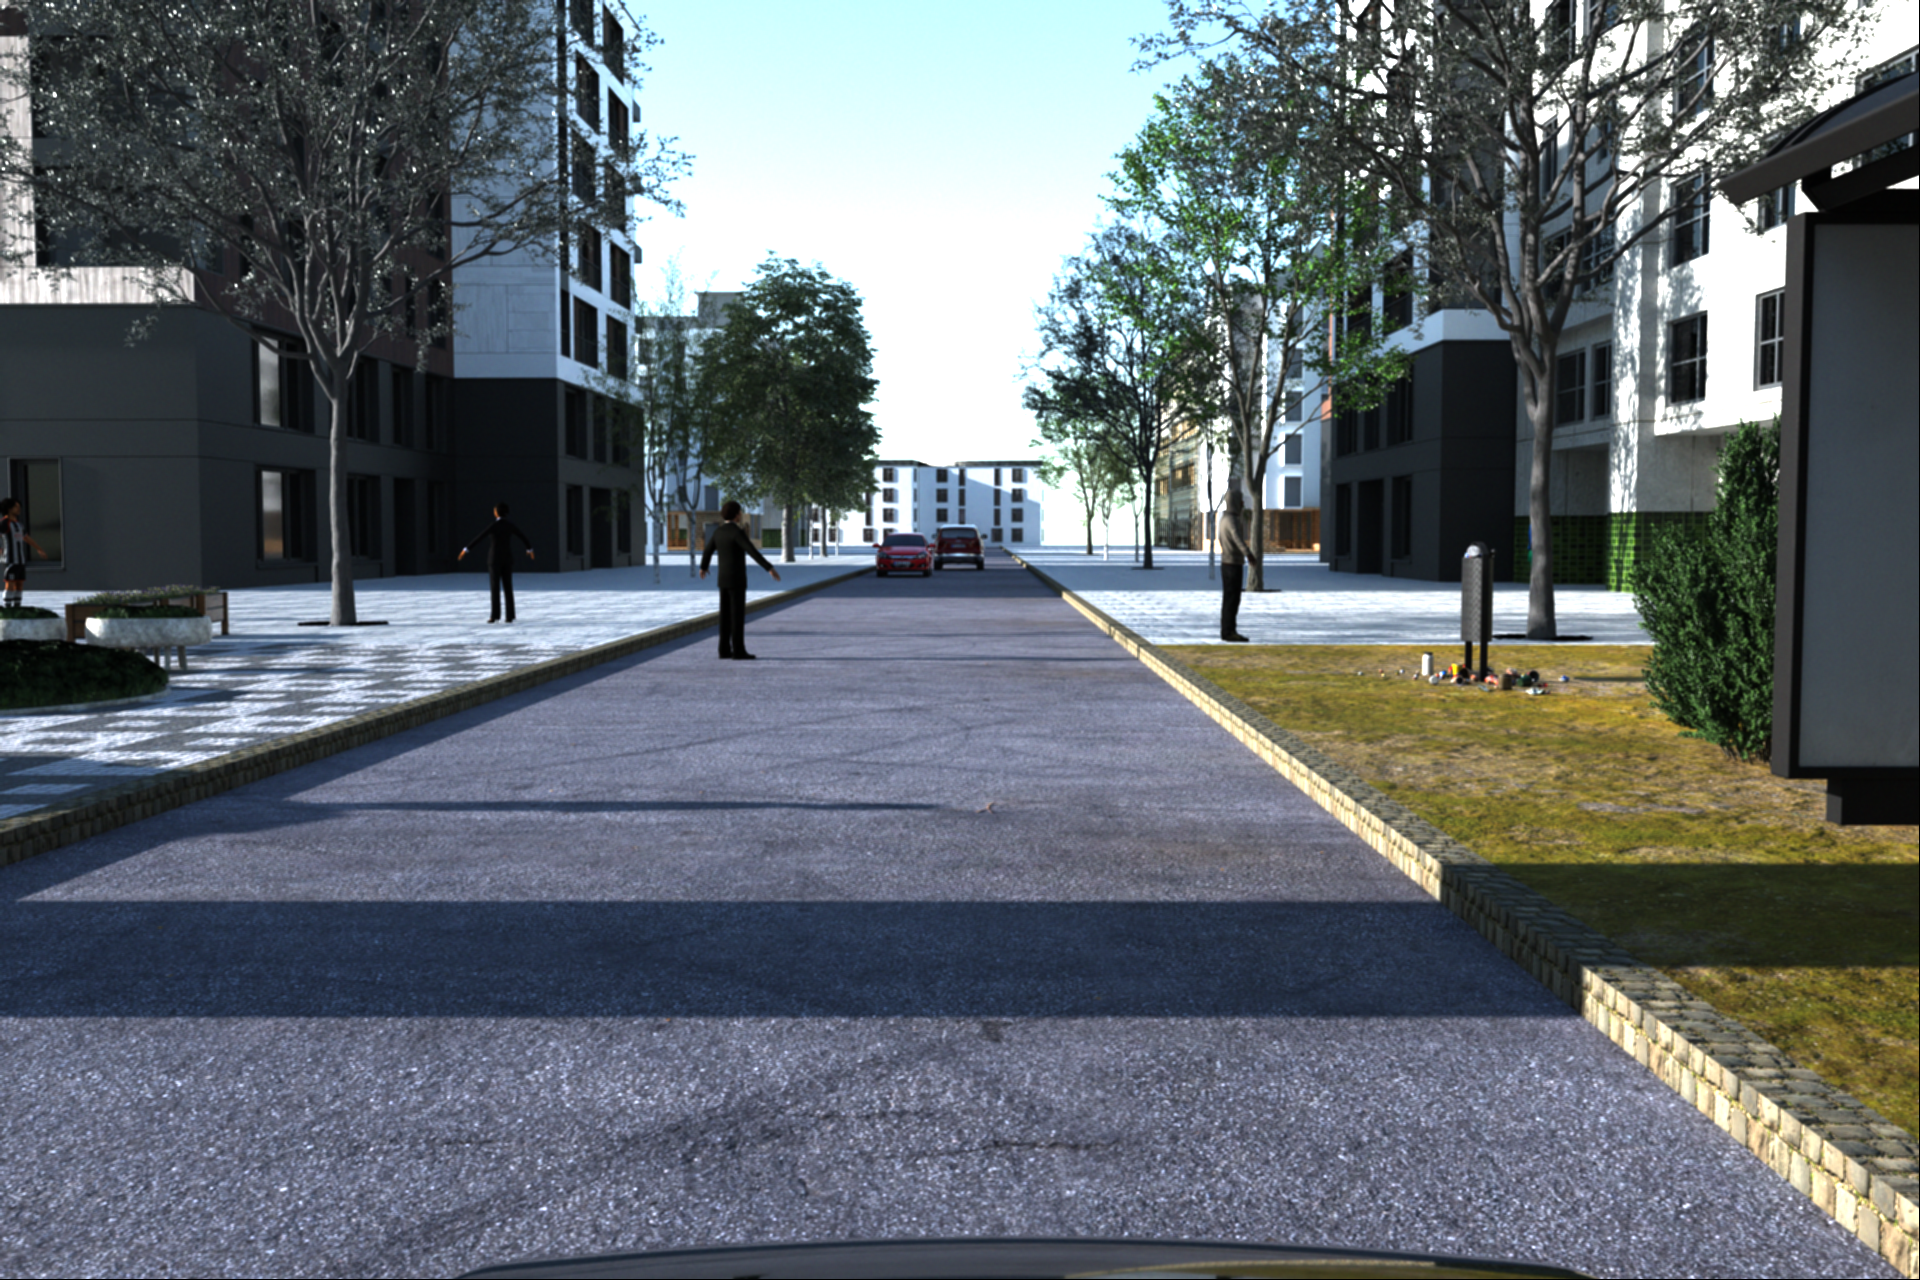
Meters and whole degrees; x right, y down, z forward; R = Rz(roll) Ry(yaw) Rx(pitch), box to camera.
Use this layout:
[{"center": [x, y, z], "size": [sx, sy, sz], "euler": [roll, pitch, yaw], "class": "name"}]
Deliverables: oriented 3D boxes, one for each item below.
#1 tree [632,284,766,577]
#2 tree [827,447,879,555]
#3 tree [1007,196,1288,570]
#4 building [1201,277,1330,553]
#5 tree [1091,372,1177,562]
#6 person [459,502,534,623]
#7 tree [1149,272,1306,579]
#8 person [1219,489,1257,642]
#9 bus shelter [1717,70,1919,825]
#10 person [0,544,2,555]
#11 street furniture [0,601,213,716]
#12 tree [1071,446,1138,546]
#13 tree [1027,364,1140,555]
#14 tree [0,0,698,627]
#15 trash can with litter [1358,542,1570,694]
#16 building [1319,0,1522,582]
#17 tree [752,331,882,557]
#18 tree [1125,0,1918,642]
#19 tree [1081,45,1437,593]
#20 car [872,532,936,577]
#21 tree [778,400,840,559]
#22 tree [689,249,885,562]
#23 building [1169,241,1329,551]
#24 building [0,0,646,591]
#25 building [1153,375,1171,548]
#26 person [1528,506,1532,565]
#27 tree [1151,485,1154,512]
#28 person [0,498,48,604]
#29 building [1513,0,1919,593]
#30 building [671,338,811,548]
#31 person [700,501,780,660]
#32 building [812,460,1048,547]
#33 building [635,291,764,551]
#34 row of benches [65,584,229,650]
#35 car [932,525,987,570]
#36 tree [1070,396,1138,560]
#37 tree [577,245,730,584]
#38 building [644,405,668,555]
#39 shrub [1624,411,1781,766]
[{"center": [-8.048, -6.177, 51.359], "size": [4.360, 8.622, 3.978], "euler": [0, 3, 0], "class": "tree"}, {"center": [-7.627, -9.442, 104.732], "size": [4.360, 8.622, 3.978], "euler": [0, 3, 0], "class": "tree"}, {"center": [6.831, -9.337, 63.024], "size": [12.009, 13.543, 11.850], "euler": [0, 3, 0], "class": "tree"}, {"center": [23.073, -16.596, 127.764], "size": [16.016, 20.090, 11.380], "euler": [0, 4, 0], "class": "building"}, {"center": [8.105, -7.820, 78.227], "size": [4.360, 8.622, 3.978], "euler": [0, 3, 0], "class": "tree"}, {"center": [-6.680, -1.121, 25.054], "size": [0.721, 1.740, 1.216], "euler": [3, 5, 44], "class": "person"}, {"center": [6.961, -6.032, 48.979], "size": [4.360, 8.622, 3.978], "euler": [0, 3, 0], "class": "tree"}, {"center": [3.286, -0.892, 20.717], "size": [0.705, 1.813, 1.348], "euler": [0, 4, -4], "class": "person"}, {"center": [4.419, -0.683, 5.092], "size": [2.014, 3.302, 5.546], "euler": [0, 4, 0], "class": "bus shelter"}, {"center": [-16.704, -1.439, 29.797], "size": [0.705, 1.796, 1.348], "euler": [-3, 5, -43], "class": "person"}, {"center": [-11.306, 0.102, 13.966], "size": [10.072, 0.657, 5.734], "euler": [0, 4, -3], "class": "street furniture"}, {"center": [15.965, -16.173, 190.178], "size": [9.928, 11.665, 9.643], "euler": [0, 3, 0], "class": "tree"}, {"center": [7.933, -10.987, 105.399], "size": [9.928, 11.665, 9.643], "euler": [0, 3, 0], "class": "tree"}, {"center": [-8.774, -6.958, 24.136], "size": [12.009, 13.543, 11.850], "euler": [0, 3, 0], "class": "tree"}, {"center": [4.434, -0.233, 14.868], "size": [1.678, 1.210, 2.233], "euler": [0, 4, 2], "class": "trash can with litter"}, {"center": [26.757, -13.318, 61.722], "size": [27.936, 21.610, 32.646], "euler": [0, 4, 0], "class": "building"}, {"center": [-8.103, -10.960, 97.321], "size": [7.486, 12.596, 7.792], "euler": [0, 3, 0], "class": "tree"}, {"center": [7.030, -6.757, 20.855], "size": [12.009, 13.543, 11.850], "euler": [0, 3, 0], "class": "tree"}, {"center": [6.529, -6.866, 38.010], "size": [9.928, 11.665, 9.643], "euler": [0, 3, 0], "class": "tree"}, {"center": [-1.877, -3.056, 58.999], "size": [2.155, 1.783, 4.494], "euler": [0, 4, 1], "class": "car"}, {"center": [-7.646, -8.490, 89.172], "size": [4.737, 8.622, 4.395], "euler": [0, 3, 0], "class": "tree"}, {"center": [-7.847, -10.561, 79.324], "size": [9.857, 13.997, 8.962], "euler": [0, 3, 0], "class": "tree"}, {"center": [27.190, -18.865, 139.368], "size": [19.493, 23.208, 18.063], "euler": [0, 4, 1], "class": "building"}, {"center": [-27.196, -12.890, 54.720], "size": [27.936, 21.610, 32.646], "euler": [0, 4, 1], "class": "building"}, {"center": [29.070, -20.646, 168.483], "size": [19.493, 23.208, 18.063], "euler": [0, 4, 1], "class": "building"}, {"center": [9.106, -1.287, 27.176], "size": [0.704, 1.817, 1.347], "euler": [1, 4, 20], "class": "person"}, {"center": [24.158, -15.044, 196.331], "size": [4.360, 8.622, 3.978], "euler": [0, 3, 0], "class": "tree"}, {"center": [-14.232, -1.220, 26.091], "size": [0.704, 1.843, 1.345], "euler": [0, 4, 3], "class": "person"}, {"center": [22.903, -9.978, 29.598], "size": [16.747, 18.905, 31.486], "euler": [0, 4, 1], "class": "building"}, {"center": [-24.376, -18.678, 171.840], "size": [16.747, 18.905, 31.486], "euler": [0, 3, 0], "class": "building"}, {"center": [-2.586, -0.686, 19.857], "size": [1.347, 1.806, 0.705], "euler": [3, 5, 42], "class": "person"}, {"center": [-4.566, -15.381, 196.083], "size": [28.070, 9.664, 9.099], "euler": [1, 4, 9], "class": "building"}, {"center": [-22.104, -17.122, 136.371], "size": [16.016, 20.090, 11.380], "euler": [0, 4, 1], "class": "building"}, {"center": [-9.357, -0.281, 20.064], "size": [1.422, 0.672, 4.104], "euler": [-1, 4, -8], "class": "row of benches"}, {"center": [-0.028, -3.778, 70.451], "size": [2.281, 1.827, 5.304], "euler": [0, 4, 1], "class": "car"}, {"center": [7.233, -8.279, 85.717], "size": [4.360, 8.622, 3.978], "euler": [0, 3, 0], "class": "tree"}, {"center": [-7.795, -5.739, 44.190], "size": [4.360, 8.622, 3.978], "euler": [0, 3, 0], "class": "tree"}, {"center": [-24.685, -10.865, 119.794], "size": [9.099, 9.664, 28.070], "euler": [0, 3, 0], "class": "building"}, {"center": [4.626, -0.328, 9.790], "size": [1.690, 2.028, 1.600], "euler": [0, 3, 0], "class": "shrub"}]
